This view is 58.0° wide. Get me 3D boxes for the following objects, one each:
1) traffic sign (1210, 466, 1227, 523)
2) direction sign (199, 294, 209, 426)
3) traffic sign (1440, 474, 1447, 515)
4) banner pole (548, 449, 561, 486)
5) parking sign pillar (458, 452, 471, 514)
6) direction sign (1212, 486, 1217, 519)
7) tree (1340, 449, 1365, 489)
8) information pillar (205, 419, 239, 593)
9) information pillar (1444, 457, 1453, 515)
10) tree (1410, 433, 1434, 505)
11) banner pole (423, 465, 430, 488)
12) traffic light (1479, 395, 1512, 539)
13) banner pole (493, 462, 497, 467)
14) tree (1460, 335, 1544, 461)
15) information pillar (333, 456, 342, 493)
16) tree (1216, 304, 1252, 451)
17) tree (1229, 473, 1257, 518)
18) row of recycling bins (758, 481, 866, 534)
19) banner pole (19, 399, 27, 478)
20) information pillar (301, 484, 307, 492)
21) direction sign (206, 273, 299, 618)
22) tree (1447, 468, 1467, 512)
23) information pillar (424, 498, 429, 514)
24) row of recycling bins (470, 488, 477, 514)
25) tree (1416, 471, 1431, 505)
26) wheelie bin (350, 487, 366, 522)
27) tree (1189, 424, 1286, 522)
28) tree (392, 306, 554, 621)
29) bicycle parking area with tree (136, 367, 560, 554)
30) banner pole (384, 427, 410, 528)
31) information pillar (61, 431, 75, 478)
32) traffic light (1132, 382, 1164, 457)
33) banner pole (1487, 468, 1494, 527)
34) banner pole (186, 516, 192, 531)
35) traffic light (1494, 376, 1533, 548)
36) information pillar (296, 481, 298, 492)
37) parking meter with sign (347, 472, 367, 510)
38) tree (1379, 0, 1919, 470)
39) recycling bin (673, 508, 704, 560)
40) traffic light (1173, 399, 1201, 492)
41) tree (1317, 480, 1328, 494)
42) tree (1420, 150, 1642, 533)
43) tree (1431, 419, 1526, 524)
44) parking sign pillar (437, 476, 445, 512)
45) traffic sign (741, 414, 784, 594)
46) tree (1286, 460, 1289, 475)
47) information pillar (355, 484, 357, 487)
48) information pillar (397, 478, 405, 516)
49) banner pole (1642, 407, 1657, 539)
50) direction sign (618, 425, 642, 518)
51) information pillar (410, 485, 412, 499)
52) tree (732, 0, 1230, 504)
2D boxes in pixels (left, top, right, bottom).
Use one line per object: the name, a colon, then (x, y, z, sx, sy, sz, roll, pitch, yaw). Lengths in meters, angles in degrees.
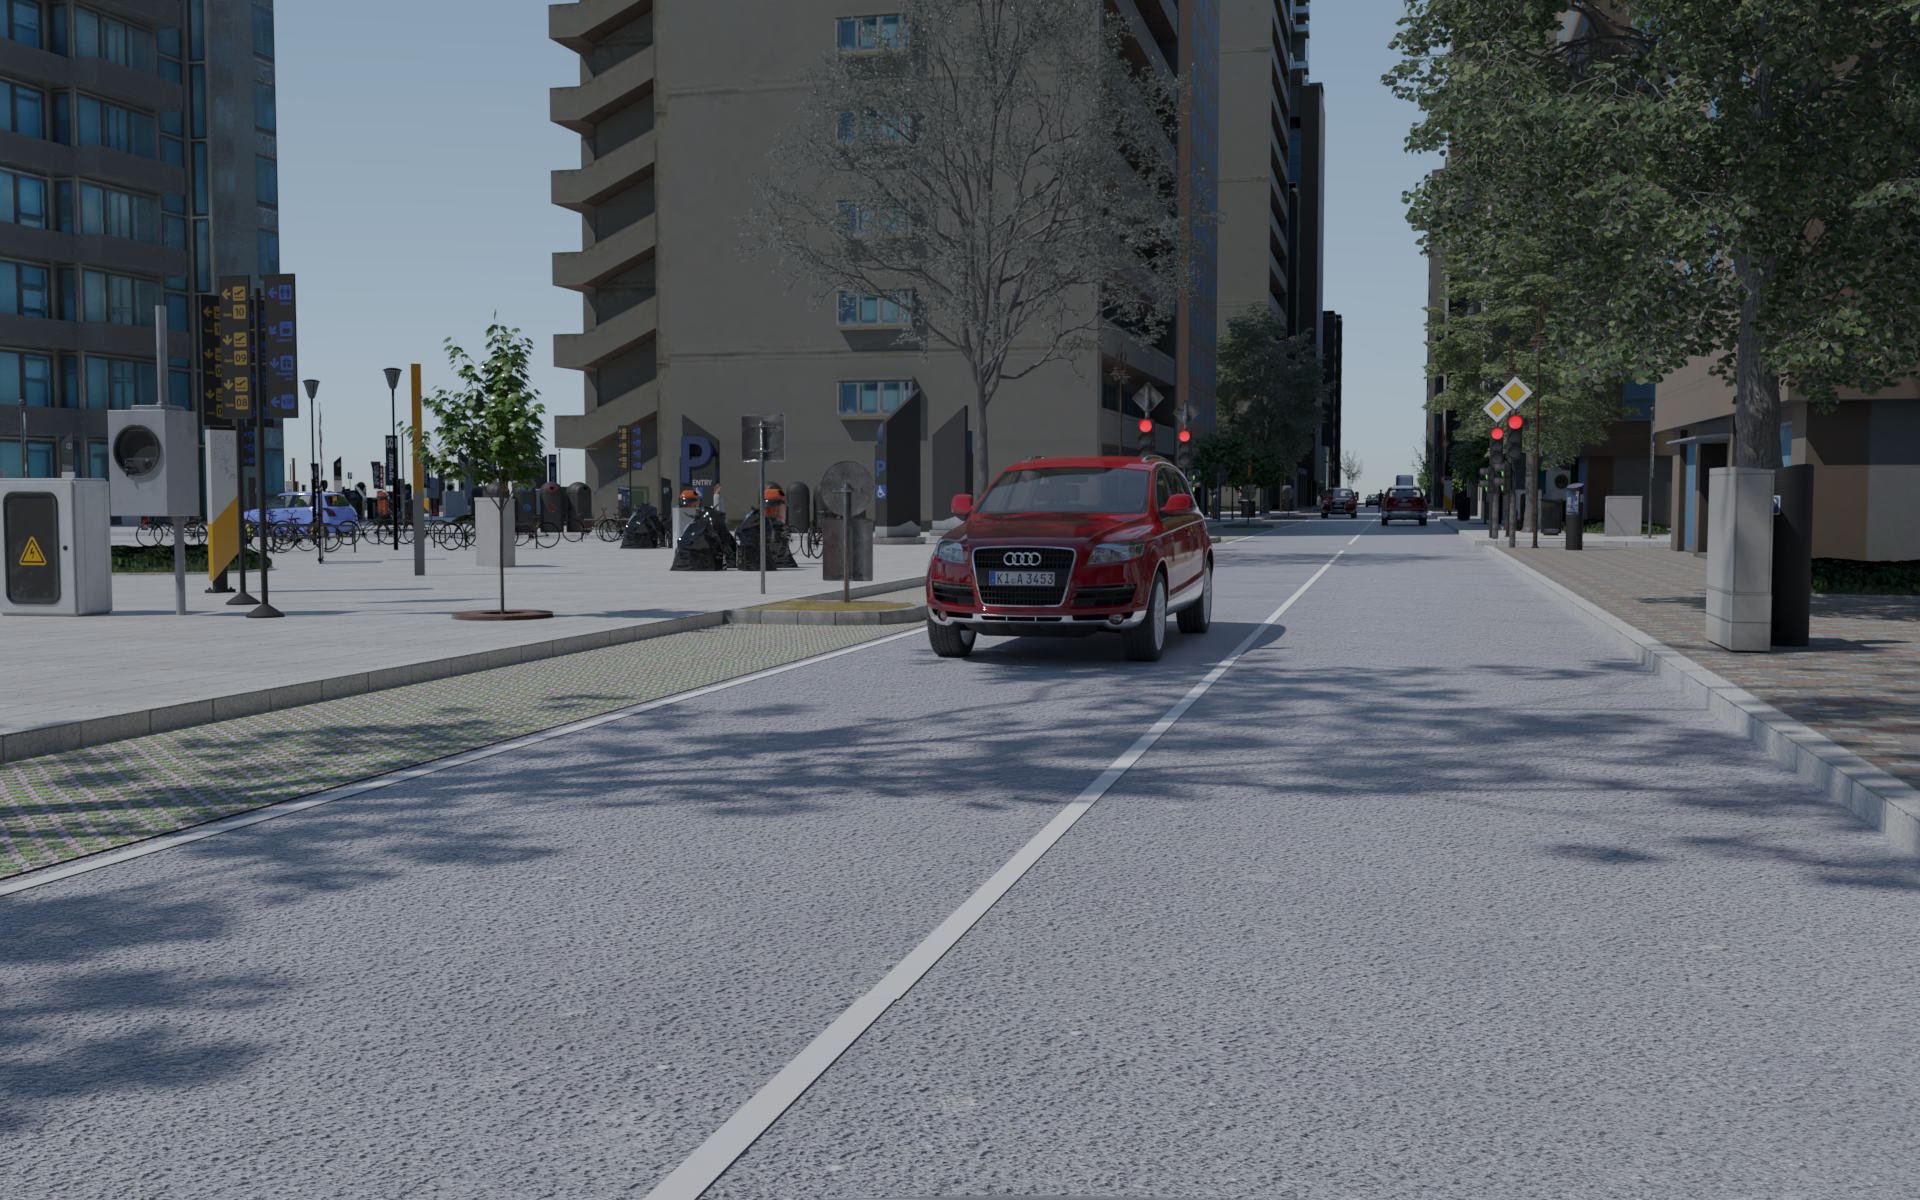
traffic sign: (11.549, -4.727, 77.387, 0.768, 2.556, 0.104, 1, 4, 20)
direction sign: (-8.337, -1.715, 20.042, 0.379, 3.537, 0.876, 3, 4, 36)
traffic sign: (30.305, -6.597, 107.970, 0.768, 2.556, 0.104, 1, 4, 16)
banner pole: (-22.257, -6.444, 95.383, 0.863, 3.779, 0.401, -2, 4, -26)
parking sign pillar: (-29.826, -7.133, 105.103, 1.447, 3.967, 1.447, 2, 4, 29)
direction sign: (13.091, -5.905, 88.546, 0.379, 3.537, 0.876, 1, 4, 22)
tree: (62.919, -20.103, 279.046, 4.360, 8.622, 3.978, 0, 3, 0)
information pillar: (-9.593, -1.906, 22.510, 0.183, 3.616, 0.504, 2, 4, 25)
information pillar: (29.454, -6.913, 104.385, 0.504, 3.616, 0.183, 2, 4, 27)
tree: (55.017, -15.430, 202.640, 4.360, 8.622, 3.978, 0, 3, 0)
banner pole: (-27.403, -6.008, 88.255, 0.863, 3.779, 0.401, 0, 4, 1)
traffic light: (15.181, -3.681, 49.108, 0.839, 4.253, 0.868, 1, 4, 14)
banner pole: (-23.848, -5.976, 87.718, 0.863, 3.779, 0.401, -2, 4, -27)
tree: (25.231, -8.004, 81.233, 4.737, 8.622, 4.395, 0, 3, 0)
information pillar: (-37.920, -6.989, 105.627, 0.504, 3.616, 0.183, 0, 4, -4)
tree: (20.199, -12.719, 114.610, 9.857, 13.997, 8.962, 0, 3, 0)
tree: (15.525, -6.138, 94.959, 1.663, 3.219, 1.824, 0, 3, 0)
row of recycling bins: (-4.838, -3.036, 56.759, 3.534, 1.692, 1.069, -1, 4, -11)
banner pole: (-24.888, -3.430, 46.096, 0.401, 3.779, 0.863, -1, 4, -22)
information pillar: (-50.065, -7.812, 132.214, 0.304, 2.012, 0.304, 0, 4, -7)
direction sign: (-7.243, -1.587, 17.949, 0.876, 3.537, 0.379, 1, 4, 13)
tree: (35.034, -7.858, 123.078, 1.663, 3.219, 1.824, 0, 3, 0)
information pillar: (-34.731, -7.410, 112.514, 0.504, 3.616, 0.183, 1, 4, 16)
row of recycling bins: (-25.937, -5.367, 94.858, 1.069, 1.692, 3.534, 0, 4, 1)
tree: (57.054, -13.875, 210.571, 4.285, 4.588, 4.351, 0, 3, 0)
wheelie bin: (-27.507, -4.348, 78.998, 0.693, 1.594, 0.980, 0, 4, -5)
tree: (12.120, -5.952, 81.036, 4.285, 4.588, 4.351, 0, 3, 0)
tree: (-4.743, -1.434, 18.049, 1.663, 3.219, 1.824, 0, 3, 0)
bicycle parking area with tree: (-14.689, -3.324, 41.356, 9.016, 4.147, 8.231, -2, 4, -27)
banner pole: (-21.038, -4.567, 64.694, 0.863, 3.779, 0.401, -2, 4, -31)
information pillar: (-33.216, -4.478, 64.568, 0.504, 3.616, 0.183, 0, 4, 4)
traffic light: (4.714, -3.339, 43.509, 0.839, 4.253, 0.868, 1, 4, 14)
banner pole: (20.860, -4.754, 67.744, 0.401, 3.779, 0.863, 1, 4, 14)
banner pole: (-26.732, -4.280, 59.995, 0.401, 3.779, 0.863, -1, 4, -11)
traffic light: (13.209, -3.208, 41.369, 0.839, 4.253, 0.868, 1, 4, 14)
information pillar: (-37.898, -5.762, 98.695, 0.304, 2.012, 0.304, -2, 4, -24)
parking meter with sign: (-47.783, -8.659, 137.839, 1.738, 3.016, 0.543, 1, 4, 12)
tree: (8.987, -6.873, 19.023, 9.857, 13.997, 8.962, 0, 3, 0)
recycling bin: (-4.882, -1.180, 31.845, 0.722, 1.027, 0.722, -1, 4, -16)
traffic light: (6.686, -3.812, 51.248, 0.839, 4.253, 0.868, 1, 4, 14)
tree: (41.348, -12.563, 200.008, 1.663, 3.219, 1.824, 0, 3, 0)
tree: (19.081, -8.528, 57.568, 7.486, 12.596, 7.792, 0, 3, 0)
tree: (22.506, -5.509, 73.788, 4.285, 4.588, 4.351, 0, 3, 0)
parking sign pillar: (-37.144, -8.286, 123.952, 1.447, 3.967, 1.447, -1, 4, -20)
traffic sign: (-2.521, -1.223, 22.126, 0.606, 2.300, 0.079, 1, 4, 20)
tree: (18.313, -7.449, 105.497, 4.285, 4.588, 4.351, 0, 3, 0)
information pillar: (-42.760, -7.254, 123.099, 0.304, 2.012, 0.304, -3, 5, -41)
information pillar: (-26.383, -4.723, 81.719, 0.304, 2.012, 0.304, 1, 4, 23)
banner pole: (19.824, -3.645, 49.608, 0.401, 3.779, 0.863, 1, 4, 16)
direction sign: (-10.834, -3.970, 56.903, 0.876, 3.537, 0.379, 1, 4, 21)
information pillar: (-43.281, -8.052, 136.147, 0.304, 2.012, 0.304, 1, 4, 15)
tree: (0.502, -7.695, 36.176, 12.009, 13.543, 11.850, 0, 3, 0)
